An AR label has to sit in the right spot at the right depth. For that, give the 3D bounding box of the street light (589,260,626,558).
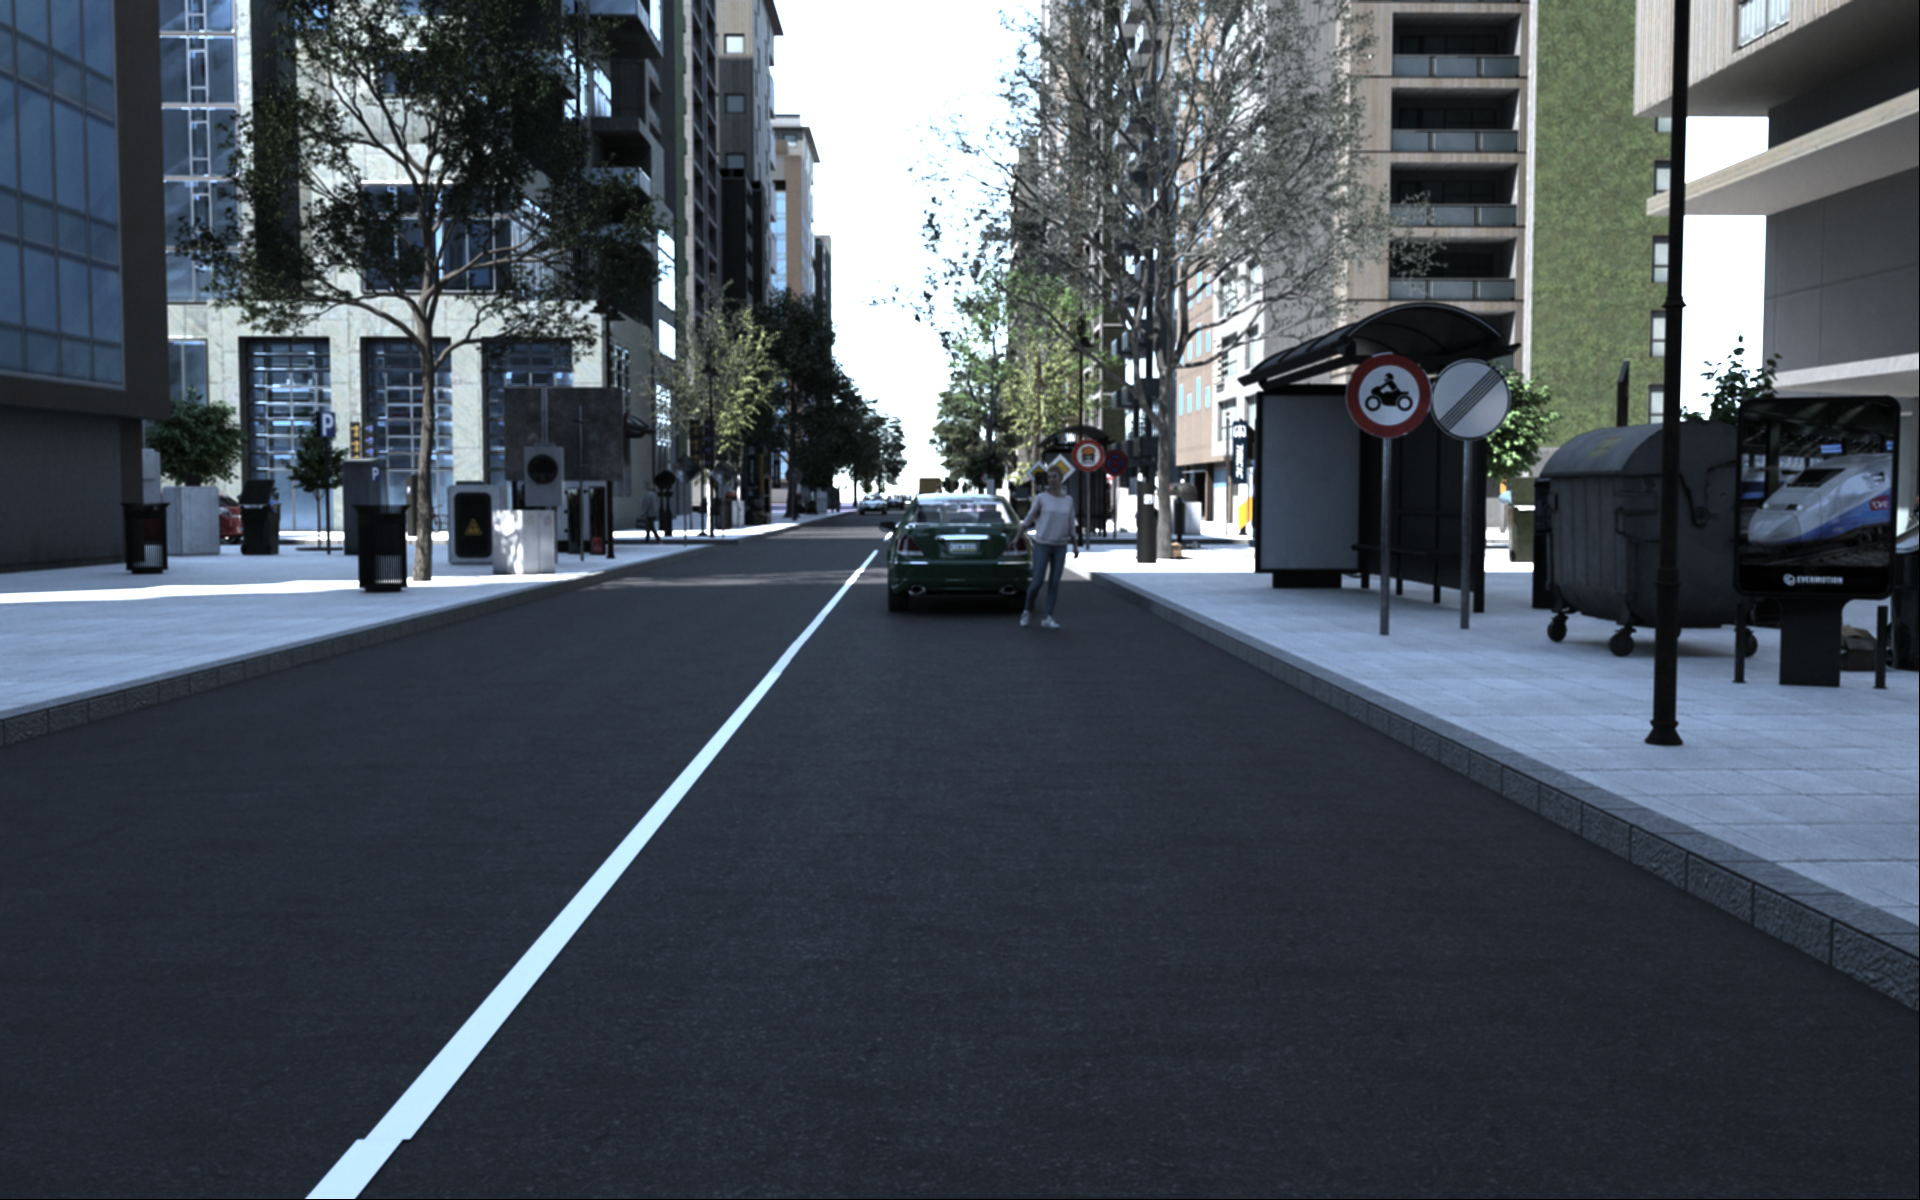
[{"bbox_3d":[-6.983,-3.771,34.449,0.468,5.910,1.993,0,4,-1],"label":"street light"}]

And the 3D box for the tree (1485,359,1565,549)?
[{"bbox_3d":[12.465,-3.492,40.813,4.285,4.588,4.351,0,3,0],"label":"tree"}]

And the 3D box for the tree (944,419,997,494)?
[{"bbox_3d":[1.229,-13.921,177.977,4.360,8.622,3.978,0,3,0],"label":"tree"}]

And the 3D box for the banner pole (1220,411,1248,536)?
[{"bbox_3d":[8.309,-3.816,52.404,0.863,3.779,0.401,2,4,29],"label":"banner pole"}]

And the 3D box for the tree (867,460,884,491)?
[{"bbox_3d":[-11.553,-16.172,214.774,4.360,8.622,3.978,0,3,0],"label":"tree"}]

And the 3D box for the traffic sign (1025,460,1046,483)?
[{"bbox_3d":[2.295,-2.871,50.583,0.795,2.450,0.064,0,4,-1],"label":"traffic sign"}]

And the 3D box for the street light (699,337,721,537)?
[{"bbox_3d":[-7.351,-4.794,51.163,0.468,5.910,1.993,0,4,-1],"label":"street light"}]

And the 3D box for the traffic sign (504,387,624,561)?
[{"bbox_3d":[-7.552,-2.396,33.045,2.265,3.308,0.079,0,3,0],"label":"traffic sign"}]

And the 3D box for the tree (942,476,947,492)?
[{"bbox_3d":[-1.389,-17.220,265.266,4.285,4.588,4.351,0,3,0],"label":"tree"}]

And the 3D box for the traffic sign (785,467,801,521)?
[{"bbox_3d":[-7.932,-5.028,82.309,0.768,2.556,0.104,0,4,5],"label":"traffic sign"}]

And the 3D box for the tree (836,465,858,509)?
[{"bbox_3d":[-11.204,-14.259,183.488,4.737,8.622,4.395,0,3,0],"label":"tree"}]

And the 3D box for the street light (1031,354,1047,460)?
[{"bbox_3d":[2.601,-5.166,57.259,0.468,5.910,1.993,0,4,-1],"label":"street light"}]

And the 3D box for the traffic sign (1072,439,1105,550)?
[{"bbox_3d":[2.950,-2.435,39.911,0.768,2.556,0.104,0,4,1],"label":"traffic sign"}]

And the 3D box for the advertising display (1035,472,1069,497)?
[{"bbox_3d":[2.667,-2.763,50.386,0.974,1.923,0.123,0,4,-2],"label":"advertising display"}]

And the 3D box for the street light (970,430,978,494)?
[{"bbox_3d":[1.121,-9.330,125.333,0.468,5.910,1.993,0,4,-1],"label":"street light"}]

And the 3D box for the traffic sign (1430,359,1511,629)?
[{"bbox_3d":[4.814,-0.999,16.442,0.768,2.556,0.104,0,4,0],"label":"traffic sign"}]

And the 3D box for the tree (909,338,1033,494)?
[{"bbox_3d":[1.618,-14.457,143.035,9.857,13.997,8.962,0,3,0],"label":"tree"}]

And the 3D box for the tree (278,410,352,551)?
[{"bbox_3d":[-14.777,-2.749,39.540,1.663,3.219,1.824,0,3,0],"label":"tree"}]

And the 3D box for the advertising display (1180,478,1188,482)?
[{"bbox_3d":[8.965,-3.928,69.443,0.123,1.923,0.974,0,4,-3],"label":"advertising display"}]

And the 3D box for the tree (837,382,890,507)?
[{"bbox_3d":[-10.843,-15.759,175.782,7.486,12.596,7.792,0,3,0],"label":"tree"}]

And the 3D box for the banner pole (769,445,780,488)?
[{"bbox_3d":[-9.412,-5.975,87.712,0.863,3.779,0.401,2,4,32],"label":"banner pole"}]

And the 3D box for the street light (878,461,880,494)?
[{"bbox_3d":[-11.353,-16.588,244.005,0.468,5.910,1.993,0,4,-1],"label":"street light"}]

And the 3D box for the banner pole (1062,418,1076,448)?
[{"bbox_3d":[3.544,-4.084,56.793,0.401,3.779,0.863,-3,4,-36],"label":"banner pole"}]

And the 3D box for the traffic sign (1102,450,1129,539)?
[{"bbox_3d":[4.462,-3.042,49.847,0.768,2.556,0.104,0,4,5],"label":"traffic sign"}]

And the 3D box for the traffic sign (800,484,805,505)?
[{"bbox_3d":[-10.384,-7.070,115.695,0.768,2.556,0.104,0,4,7],"label":"traffic sign"}]

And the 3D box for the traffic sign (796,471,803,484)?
[{"bbox_3d":[-8.267,-5.313,86.967,0.768,2.556,0.104,0,4,1],"label":"traffic sign"}]

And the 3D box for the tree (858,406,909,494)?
[{"bbox_3d":[-11.633,-21.059,250.968,9.857,13.997,8.962,0,3,0],"label":"tree"}]

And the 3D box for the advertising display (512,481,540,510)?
[{"bbox_3d":[-10.470,-2.241,41.858,0.123,1.923,0.974,1,4,23],"label":"advertising display"}]

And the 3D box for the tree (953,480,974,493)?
[{"bbox_3d":[0.585,-12.450,198.159,1.663,3.219,1.824,0,3,0],"label":"tree"}]

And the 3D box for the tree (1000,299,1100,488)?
[{"bbox_3d":[3.279,-7.078,66.091,4.737,8.622,4.395,0,3,0],"label":"tree"}]

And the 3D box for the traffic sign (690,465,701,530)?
[{"bbox_3d":[-9.604,-3.773,61.801,0.768,2.556,0.104,0,4,4],"label":"traffic sign"}]

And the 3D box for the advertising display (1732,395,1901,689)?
[{"bbox_3d":[5.693,-0.388,11.554,0.974,1.923,0.123,2,4,25],"label":"advertising display"}]

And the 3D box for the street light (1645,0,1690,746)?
[{"bbox_3d":[3.621,-2.198,8.731,0.468,5.910,1.993,0,4,-1],"label":"street light"}]

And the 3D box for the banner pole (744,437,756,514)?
[{"bbox_3d":[-9.167,-5.226,75.464,0.863,3.779,0.401,3,5,41],"label":"banner pole"}]

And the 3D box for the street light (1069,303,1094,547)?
[{"bbox_3d":[2.942,-4.242,42.138,0.468,5.910,1.993,0,4,-1],"label":"street light"}]

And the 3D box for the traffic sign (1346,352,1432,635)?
[{"bbox_3d":[3.868,-0.954,15.705,0.768,2.556,0.104,0,4,4],"label":"traffic sign"}]

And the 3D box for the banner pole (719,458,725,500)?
[{"bbox_3d":[-14.678,-7.130,106.593,0.401,3.779,0.863,-3,5,-41],"label":"banner pole"}]

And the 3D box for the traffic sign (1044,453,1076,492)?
[{"bbox_3d":[2.461,-2.383,42.599,0.795,2.450,0.064,0,4,-1],"label":"traffic sign"}]

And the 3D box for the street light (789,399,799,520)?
[{"bbox_3d":[-8.059,-6.837,84.569,0.468,5.910,1.993,0,4,-1],"label":"street light"}]

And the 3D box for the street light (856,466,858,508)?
[{"bbox_3d":[-9.605,-11.513,161.026,0.468,5.910,1.993,0,4,-1],"label":"street light"}]

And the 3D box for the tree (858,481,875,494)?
[{"bbox_3d":[-11.458,-13.699,218.571,1.663,3.219,1.824,0,3,0],"label":"tree"}]

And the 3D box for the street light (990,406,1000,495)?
[{"bbox_3d":[1.856,-7.245,91.242,0.468,5.910,1.993,0,4,-1],"label":"street light"}]

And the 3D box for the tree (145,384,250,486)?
[{"bbox_3d":[-22.937,-4.160,51.734,4.285,4.588,4.351,0,3,0],"label":"tree"}]

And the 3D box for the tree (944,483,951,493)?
[{"bbox_3d":[-1.612,-15.864,253.973,1.663,3.219,1.824,0,3,0],"label":"tree"}]

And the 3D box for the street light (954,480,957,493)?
[{"bbox_3d":[-0.707,-14.893,216.280,0.468,5.910,1.993,0,4,-1],"label":"street light"}]

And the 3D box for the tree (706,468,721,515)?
[{"bbox_3d":[-14.340,-6.708,104.283,1.663,3.219,1.824,0,3,0],"label":"tree"}]

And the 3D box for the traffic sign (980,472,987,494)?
[{"bbox_3d":[1.522,-6.028,98.662,0.768,2.556,0.104,0,4,4],"label":"traffic sign"}]

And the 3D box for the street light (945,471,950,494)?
[{"bbox_3d":[-2.241,-19.057,284.373,0.468,5.910,1.993,0,4,-1],"label":"street light"}]

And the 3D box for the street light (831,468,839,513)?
[{"bbox_3d":[-8.759,-8.932,118.821,0.468,5.910,1.993,0,4,-1],"label":"street light"}]

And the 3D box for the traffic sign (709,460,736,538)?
[{"bbox_3d":[-6.898,-2.861,50.412,0.795,2.450,0.064,0,4,-1],"label":"traffic sign"}]

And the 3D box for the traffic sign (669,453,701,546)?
[{"bbox_3d":[-6.731,-2.372,42.429,0.795,2.450,0.064,0,4,-1],"label":"traffic sign"}]

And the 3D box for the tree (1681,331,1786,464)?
[{"bbox_3d":[9.353,-1.591,20.617,1.663,3.219,1.824,0,3,0],"label":"tree"}]

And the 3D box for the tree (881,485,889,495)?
[{"bbox_3d":[-12.434,-17.637,282.969,1.663,3.219,1.824,0,3,0],"label":"tree"}]

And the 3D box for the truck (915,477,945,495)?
[{"bbox_3d":[-3.399,-12.250,196.210,3.469,3.379,9.791,0,4,-2],"label":"truck"}]

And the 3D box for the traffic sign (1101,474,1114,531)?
[{"bbox_3d":[4.936,-3.695,60.420,0.884,2.594,0.081,0,4,3],"label":"traffic sign"}]
